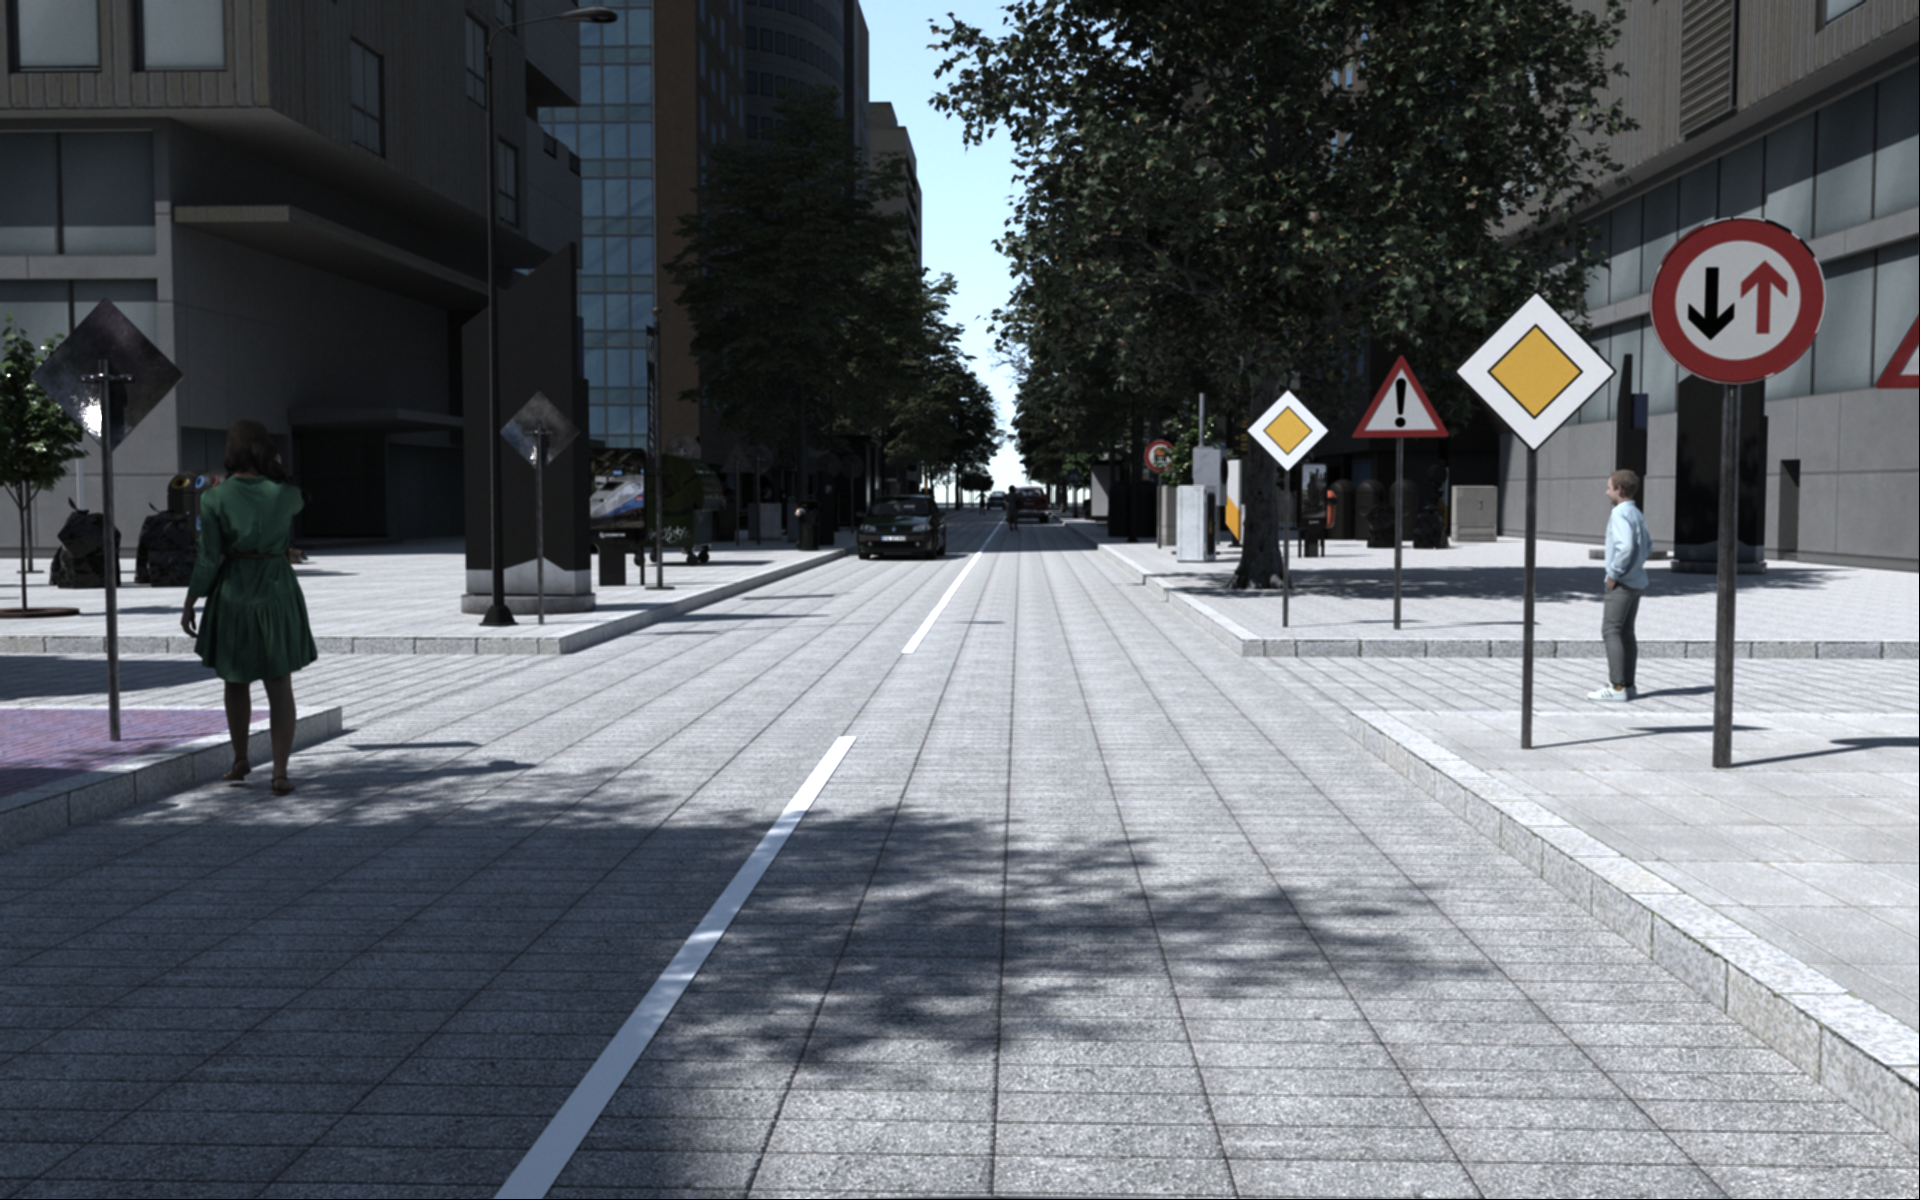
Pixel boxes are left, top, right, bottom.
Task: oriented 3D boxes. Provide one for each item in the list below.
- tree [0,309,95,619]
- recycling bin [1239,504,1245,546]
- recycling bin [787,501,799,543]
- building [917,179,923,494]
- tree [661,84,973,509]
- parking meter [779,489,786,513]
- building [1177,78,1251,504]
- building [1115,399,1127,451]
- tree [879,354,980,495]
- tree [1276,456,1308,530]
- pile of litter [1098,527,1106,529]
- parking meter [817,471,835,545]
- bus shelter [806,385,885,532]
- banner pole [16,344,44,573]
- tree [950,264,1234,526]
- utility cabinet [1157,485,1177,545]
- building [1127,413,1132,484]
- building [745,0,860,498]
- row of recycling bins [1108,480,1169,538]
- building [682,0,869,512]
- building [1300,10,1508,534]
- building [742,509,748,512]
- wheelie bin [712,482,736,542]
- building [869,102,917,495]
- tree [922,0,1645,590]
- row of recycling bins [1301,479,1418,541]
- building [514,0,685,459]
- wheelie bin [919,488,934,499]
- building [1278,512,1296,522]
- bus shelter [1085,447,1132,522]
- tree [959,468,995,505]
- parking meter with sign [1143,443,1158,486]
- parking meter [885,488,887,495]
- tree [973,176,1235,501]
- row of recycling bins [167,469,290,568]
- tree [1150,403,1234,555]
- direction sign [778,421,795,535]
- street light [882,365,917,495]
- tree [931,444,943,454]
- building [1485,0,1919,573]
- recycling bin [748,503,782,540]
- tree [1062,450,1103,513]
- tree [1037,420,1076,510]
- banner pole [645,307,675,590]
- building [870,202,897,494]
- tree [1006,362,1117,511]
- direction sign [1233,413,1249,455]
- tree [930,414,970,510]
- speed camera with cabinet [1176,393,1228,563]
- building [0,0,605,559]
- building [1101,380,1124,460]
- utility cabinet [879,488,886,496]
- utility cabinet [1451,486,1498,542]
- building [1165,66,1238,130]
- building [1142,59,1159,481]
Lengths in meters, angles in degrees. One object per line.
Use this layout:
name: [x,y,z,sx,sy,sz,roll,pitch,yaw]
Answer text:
tree: [-9.968,-1.451,18.323,1.663,3.219,1.824,0,3,0]
recycling bin: [7.266,-1.841,42.654,0.722,1.027,0.722,3,4,37]
recycling bin: [-4.111,-2.044,45.970,0.722,1.027,0.722,-3,4,-36]
building: [-12.449,-35.838,236.066,14.600,45.320,14.200,0,4,2]
tree: [-4.440,-7.950,48.114,7.486,12.596,7.792,0,3,0]
parking meter: [-8.811,-4.756,86.169,0.372,1.533,0.369,0,3,0]
building: [26.204,-48.526,106.065,22.319,86.520,31.000,0,4,2]
building: [30.699,-36.283,212.837,23.786,49.044,30.456,0,4,2]
tree: [-2.078,-11.059,115.220,7.601,10.594,8.767,1,4,16]
tree: [12.059,-4.164,62.686,1.663,3.219,1.824,0,3,0]
pile of litter: [5.961,-3.053,63.875,1.719,0.858,1.176,2,4,34]
parking meter: [-3.355,-2.302,43.351,0.399,1.863,0.255,-3,5,-42]
bus shelter: [-4.133,-5.188,62.451,2.179,5.291,8.768,0,4,2]
banner pole: [-15.046,-2.318,27.914,0.401,3.779,0.863,-2,4,-28]
tree: [6.103,-9.679,68.628,12.009,13.543,11.850,0,3,0]
utility cabinet: [5.382,-2.113,43.233,0.318,1.500,1.173,3,5,43]
building: [25.470,-31.035,191.018,14.154,41.232,14.086,0,4,2]
building: [-19.397,-35.992,130.466,21.231,58.520,28.212,0,4,2]
row of recycling bins: [5.883,-2.700,51.255,3.534,1.692,1.069,3,5,40]
building: [-15.442,-30.717,152.332,14.600,45.320,14.200,0,4,2]
building: [20.345,-25.160,61.479,14.600,45.320,14.200,0,4,2]
building: [-26.111,-25.232,104.419,32.217,40.220,23.993,0,4,2]
wheelie bin: [-6.432,-2.391,47.009,0.693,1.594,0.980,-2,4,-29]
building: [-16.698,-36.363,218.240,21.300,48.544,21.600,0,4,2]
tree: [4.163,-6.497,23.236,9.611,12.733,9.660,0,3,0]
row of recycling bins: [11.130,-2.524,48.387,3.534,1.692,1.069,3,5,41]
building: [-18.397,-26.553,84.253,14.600,45.320,14.200,0,4,2]
wheelie bin: [-1.787,-5.096,91.222,0.980,1.594,0.693,3,4,37]
building: [21.050,-24.471,83.694,14.154,41.232,14.086,0,4,2]
bus shelter: [6.713,-5.128,77.762,2.014,3.302,5.546,0,4,2]
tree: [1.259,-13.997,212.565,4.285,4.588,4.351,0,3,0]
parking meter with sign: [6.987,-3.903,60.073,1.738,3.016,0.543,-1,4,-20]
parking meter: [-3.367,-4.123,75.824,0.372,1.533,0.369,0,3,0]
tree: [5.772,-8.297,53.787,7.486,12.596,7.792,0,3,0]
row of recycling bins: [-11.800,-1.275,27.960,1.069,1.692,3.534,-3,5,-42]
tree: [5.027,-2.592,36.980,1.663,3.219,1.824,0,3,0]
direction sign: [-5.430,-3.811,54.307,0.379,3.537,0.876,2,4,28]
street light: [-2.245,-5.506,62.562,1.470,5.913,1.316,0,4,2]
tree: [0.094,-15.715,167.313,12.009,13.543,11.850,0,3,0]
building: [28.231,-27.397,37.185,27.495,52.752,28.713,0,4,2]
recycling bin: [-5.453,-2.191,48.381,0.722,1.027,0.722,-2,4,-35]
tree: [8.287,-8.096,116.079,4.285,4.588,4.351,0,3,0]
tree: [9.177,-12.672,157.543,4.737,8.622,4.395,0,3,0]
banner pole: [-4.055,-2.017,22.994,0.401,3.779,0.863,0,4,3]
building: [-22.981,-30.827,195.895,32.217,40.220,23.993,0,4,2]
tree: [7.862,-13.769,131.777,9.857,13.997,8.962,0,3,0]
direction sign: [5.922,-2.628,34.960,0.876,3.537,0.379,-1,4,-12]
tree: [-1.188,-11.314,135.339,4.360,8.622,3.978,0,3,0]
speed camera with cabinet: [4.670,-2.380,33.253,0.660,3.252,2.038,1,4,20]
building: [-26.108,-27.899,45.384,28.713,52.752,27.495,0,4,2]
building: [30.724,-37.644,239.177,21.300,48.544,21.600,0,4,2]
utility cabinet: [-3.220,-3.627,67.978,0.318,1.500,1.173,-1,4,-22]
utility cabinet: [13.717,-2.294,46.180,1.173,1.500,0.318,-1,4,-11]
building: [26.749,-31.179,133.472,21.300,48.544,21.600,0,4,2]
building: [23.597,-28.626,151.629,14.154,41.232,14.086,0,4,2]
